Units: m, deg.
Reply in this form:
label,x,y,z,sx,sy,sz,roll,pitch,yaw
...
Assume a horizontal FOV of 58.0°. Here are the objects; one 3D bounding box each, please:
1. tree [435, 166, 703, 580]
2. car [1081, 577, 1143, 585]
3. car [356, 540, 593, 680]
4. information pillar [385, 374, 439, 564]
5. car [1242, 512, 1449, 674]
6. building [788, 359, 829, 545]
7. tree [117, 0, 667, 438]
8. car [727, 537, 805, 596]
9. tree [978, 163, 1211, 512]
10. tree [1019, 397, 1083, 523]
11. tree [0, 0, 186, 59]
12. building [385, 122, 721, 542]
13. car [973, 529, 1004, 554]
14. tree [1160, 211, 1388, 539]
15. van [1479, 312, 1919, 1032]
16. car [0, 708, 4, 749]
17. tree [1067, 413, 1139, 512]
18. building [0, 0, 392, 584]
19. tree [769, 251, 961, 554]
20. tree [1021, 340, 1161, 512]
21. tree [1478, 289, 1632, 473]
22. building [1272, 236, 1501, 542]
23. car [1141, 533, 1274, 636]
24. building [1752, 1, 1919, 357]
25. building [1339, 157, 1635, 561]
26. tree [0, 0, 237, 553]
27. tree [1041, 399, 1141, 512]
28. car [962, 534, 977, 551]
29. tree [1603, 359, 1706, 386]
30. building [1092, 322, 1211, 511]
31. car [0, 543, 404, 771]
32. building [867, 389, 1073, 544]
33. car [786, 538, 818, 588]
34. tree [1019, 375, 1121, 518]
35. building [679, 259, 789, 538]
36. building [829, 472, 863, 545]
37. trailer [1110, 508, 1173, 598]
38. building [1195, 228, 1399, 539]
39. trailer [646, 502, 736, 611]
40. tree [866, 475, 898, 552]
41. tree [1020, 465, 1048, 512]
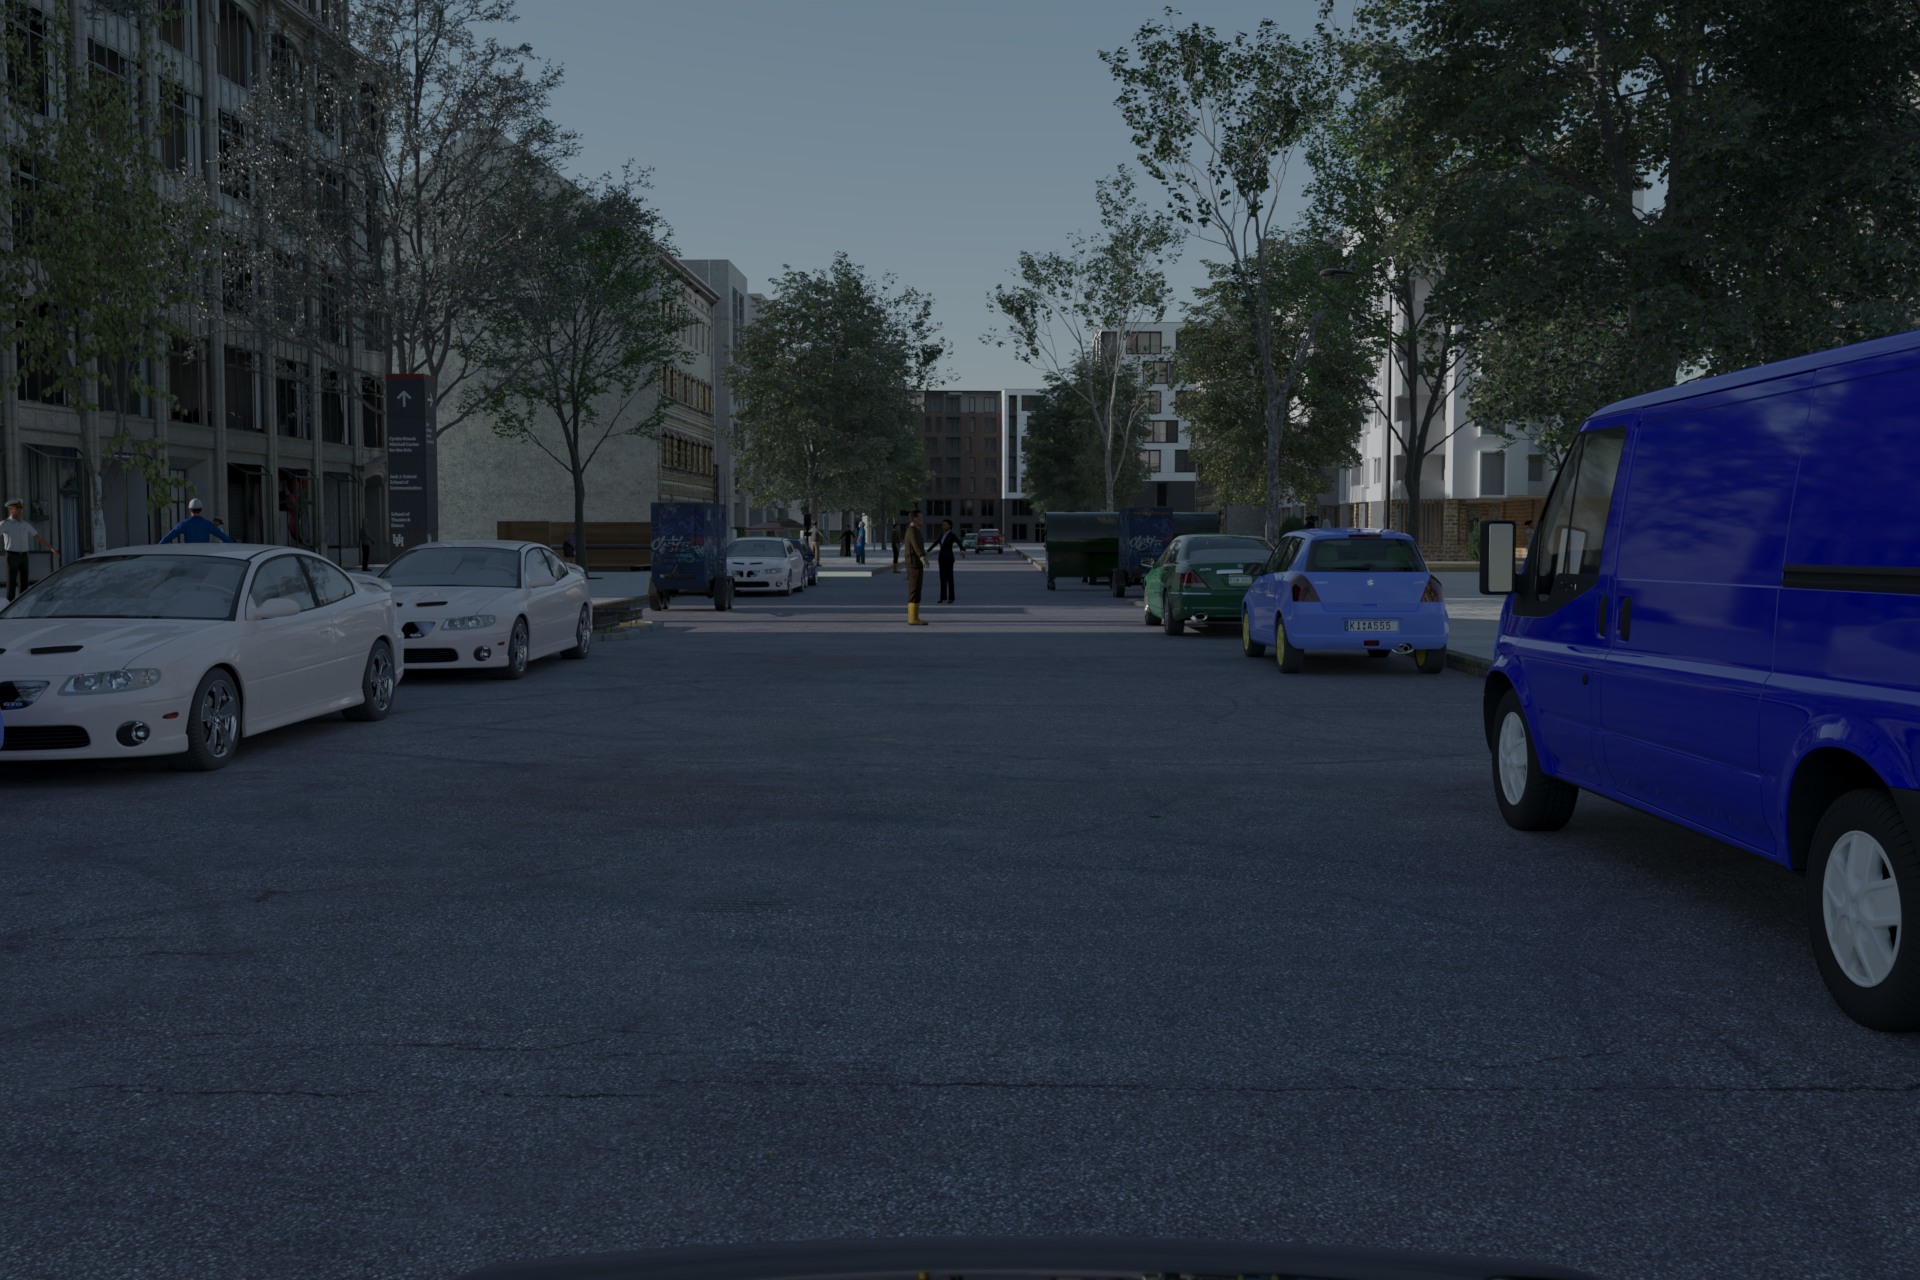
label,x,y,z,sx,sy,sz,roll,pitch,yaw
tree,-10.905,-7.538,49.001,9.928,11.665,9.643,0,3,0
car,4.495,-2.515,50.158,2.155,1.783,4.494,0,4,0
car,-5.231,-0.378,18.549,2.083,1.381,4.827,0,4,1
information pillar,-8.935,-2.380,28.285,0.750,3.857,0.750,0,4,0
car,4.143,-0.581,19.092,1.945,1.707,3.694,0,4,1
building,-24.053,-19.813,190.402,16.747,18.905,31.486,0,4,0
tree,-11.174,-7.619,34.935,12.009,13.543,11.850,0,3,0
car,-4.804,-1.777,41.414,2.083,1.381,4.827,0,4,1
tree,7.331,-14.404,91.402,12.611,20.169,13.585,0,3,0
tree,9.479,-15.026,152.323,9.857,13.997,8.962,0,3,0
tree,-11.412,-6.294,13.277,12.009,13.543,11.850,0,3,0
building,-25.130,-16.554,101.591,19.493,23.208,18.063,0,4,1
car,2.105,-7.198,126.358,2.281,1.827,5.304,0,3,0
tree,12.650,-10.005,70.230,9.857,13.997,8.962,0,3,0
van,3.565,-0.137,6.619,2.240,2.365,5.245,0,3,0
car,-5.770,0.143,7.260,1.945,1.707,3.694,0,4,1
tree,8.112,-9.456,104.960,4.360,8.622,3.978,0,3,0
building,-28.909,-14.299,50.443,14.369,24.946,33.146,0,4,2
tree,-6.315,-15.817,114.505,12.611,20.169,13.585,0,3,0
tree,8.728,-12.781,115.630,9.857,13.997,8.962,0,3,0
tree,25.092,-8.895,71.191,9.928,11.665,9.643,0,3,0
building,25.277,-15.571,111.011,16.016,20.090,11.380,0,4,2
car,3.823,-0.859,25.849,2.131,1.459,4.920,0,4,0
building,28.682,-13.121,42.253,11.050,23.595,19.941,0,4,1
building,25.925,-14.500,93.501,16.016,20.090,11.380,0,4,1
tree,-11.288,-4.399,22.282,4.737,8.622,4.395,0,3,0
tree,9.426,-12.351,127.697,9.928,11.665,9.643,0,3,0
car,1.121,-8.280,144.171,1.959,1.807,4.718,0,4,1
tree,25.400,-6.834,62.100,4.360,8.622,3.978,0,3,0
building,27.765,-20.749,183.214,27.936,21.610,32.646,0,4,1
car,-5.381,0.023,11.987,2.083,1.381,4.827,0,4,1
building,2.863,-25.004,255.239,32.646,21.610,27.936,0,4,-5
car,-4.865,-2.097,46.872,1.945,1.354,3.894,0,4,1
tree,9.431,-14.220,139.155,9.857,13.997,8.962,0,3,0
building,-22.896,-15.977,127.674,16.747,18.905,31.486,0,4,1
building,-22.348,-21.883,224.244,16.747,18.905,31.486,0,4,2
trailer,4.215,-2.018,40.041,1.471,1.999,3.904,0,4,0
building,27.780,-18.152,127.713,19.493,23.208,18.063,0,4,1
trailer,-5.062,-1.518,31.863,1.471,1.999,3.904,0,4,1
tree,-6.172,-10.797,126.895,4.360,8.622,3.978,0,3,0
tree,9.138,-14.085,164.708,7.601,10.594,8.767,0,4,-6
